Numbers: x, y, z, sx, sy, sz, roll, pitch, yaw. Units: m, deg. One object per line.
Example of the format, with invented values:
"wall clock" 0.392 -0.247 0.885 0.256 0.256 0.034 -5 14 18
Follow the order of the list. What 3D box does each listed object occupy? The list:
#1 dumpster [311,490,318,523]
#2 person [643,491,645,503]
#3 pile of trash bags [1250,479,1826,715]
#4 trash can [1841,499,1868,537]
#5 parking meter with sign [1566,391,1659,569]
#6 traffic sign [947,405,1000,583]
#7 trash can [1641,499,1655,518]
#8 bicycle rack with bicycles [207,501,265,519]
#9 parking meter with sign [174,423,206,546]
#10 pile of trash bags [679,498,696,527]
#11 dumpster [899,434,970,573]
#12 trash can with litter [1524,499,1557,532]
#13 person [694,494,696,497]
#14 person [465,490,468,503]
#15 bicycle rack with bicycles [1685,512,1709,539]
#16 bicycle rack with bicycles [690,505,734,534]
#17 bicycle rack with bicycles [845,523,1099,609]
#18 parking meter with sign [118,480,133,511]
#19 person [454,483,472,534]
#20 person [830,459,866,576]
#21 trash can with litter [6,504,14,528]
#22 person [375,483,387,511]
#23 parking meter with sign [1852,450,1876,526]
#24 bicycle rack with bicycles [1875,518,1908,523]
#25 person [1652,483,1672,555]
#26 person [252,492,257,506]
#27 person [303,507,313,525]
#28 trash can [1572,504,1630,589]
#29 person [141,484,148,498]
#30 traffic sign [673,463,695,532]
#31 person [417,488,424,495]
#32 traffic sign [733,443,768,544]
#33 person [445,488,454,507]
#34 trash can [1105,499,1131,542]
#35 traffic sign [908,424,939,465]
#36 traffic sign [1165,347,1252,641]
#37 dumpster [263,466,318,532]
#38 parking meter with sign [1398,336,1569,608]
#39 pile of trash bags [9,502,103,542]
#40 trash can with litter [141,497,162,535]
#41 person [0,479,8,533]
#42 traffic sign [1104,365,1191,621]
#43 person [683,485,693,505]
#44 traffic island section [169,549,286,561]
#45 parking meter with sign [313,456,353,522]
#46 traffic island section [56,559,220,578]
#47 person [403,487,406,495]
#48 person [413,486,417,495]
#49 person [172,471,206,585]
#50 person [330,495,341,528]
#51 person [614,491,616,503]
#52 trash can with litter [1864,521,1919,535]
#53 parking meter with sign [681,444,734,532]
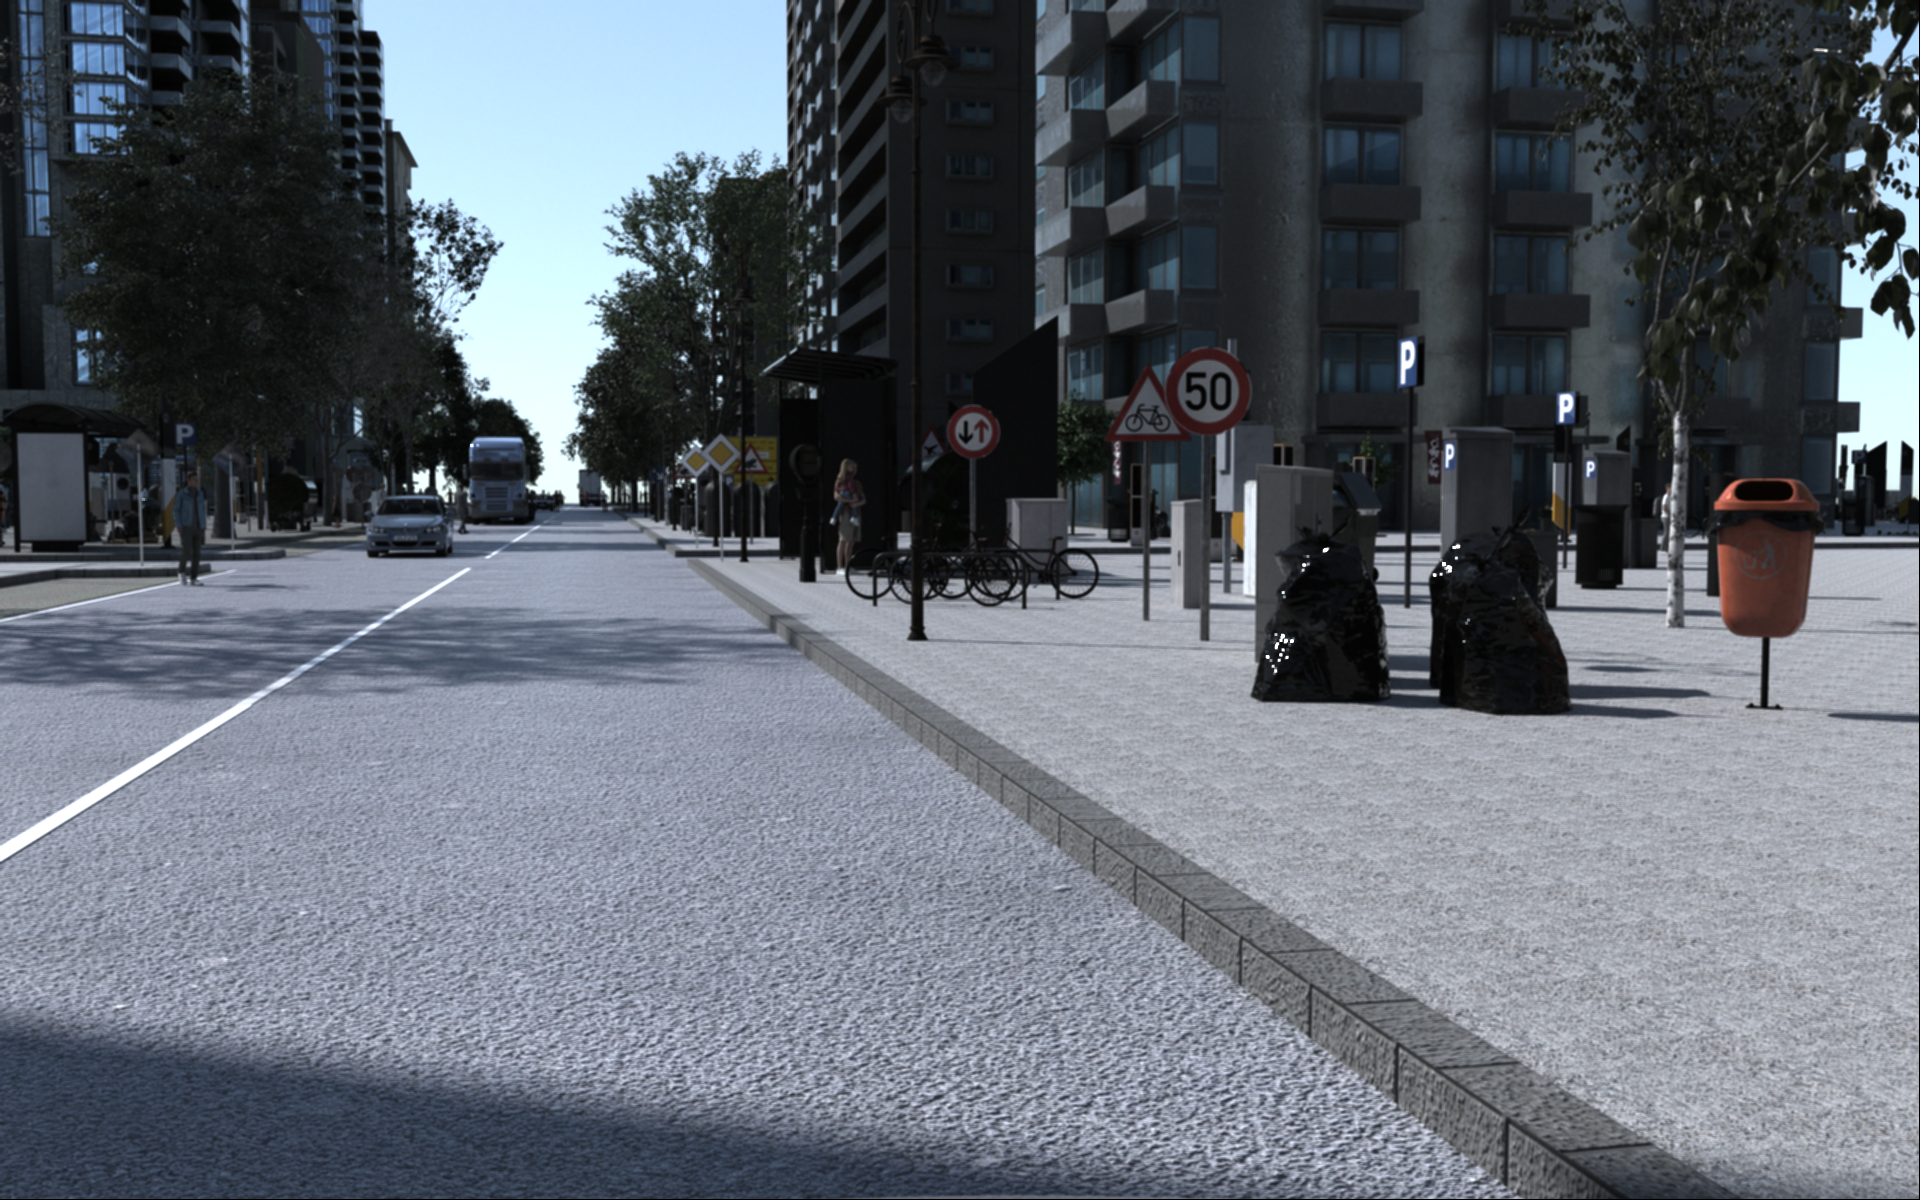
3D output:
"dumpster" -29.639 -4.408 77.829 1.264 1.857 1.865 -1 4 -12
"person" -39.820 -12.961 219.428 0.415 1.643 0.593 3 5 44
"pile of trash bags" 3.481 -0.066 10.825 3.447 1.369 1.912 2 4 29
"trash can" 27.082 -2.497 52.481 0.748 1.137 0.748 0 3 0
"parking meter with sign" 11.199 -2.057 29.896 1.738 3.016 0.543 -1 4 -14
"traffic sign" 0.185 -1.511 24.814 0.768 2.556 0.104 -1 4 -11
"trash can" 21.982 -2.693 55.689 0.748 1.137 0.748 0 3 0
"bicycle rack with bicycles" -37.425 -4.643 89.292 2.852 0.926 2.925 -3 5 -44
"parking meter with sign" -19.258 -2.881 43.370 0.543 3.016 1.738 -1 4 -16
"pile of trash bags" -9.315 -3.614 68.834 3.447 1.369 1.912 -2 4 -32
"dumpster" -0.118 -1.621 29.004 1.502 2.255 1.985 -1 4 -12
"trash can with litter" 16.455 -2.311 49.177 1.055 1.170 0.624 2 4 28
"person" -33.053 -12.986 218.387 0.705 1.821 1.348 3 5 40
"person" -61.851 -12.888 216.839 0.705 1.814 1.350 0 4 8
"bicycle rack with bicycles" 22.254 -2.230 49.843 2.925 0.926 2.852 2 4 28
"bicycle rack with bicycles" -7.707 -2.619 56.210 2.852 0.926 2.925 2 4 30
"bicycle rack with bicycles" -0.009 -0.440 20.583 2.925 0.926 2.852 1 4 17
"parking meter with sign" -46.295 -6.101 96.020 1.738 3.016 0.543 0 4 8
"person" -17.789 -3.268 62.029 0.694 1.812 0.767 2 4 30
"person" -1.766 -1.303 27.318 0.573 1.828 0.580 0 4 -7
"trash can with litter" -35.637 -3.276 64.956 1.055 1.170 0.624 -2 4 -24
"person" -27.186 -4.600 81.610 0.624 1.780 0.694 2 4 29
"parking meter with sign" 36.205 -4.468 69.307 0.543 3.016 1.738 3 5 43
"bicycle rack with bicycles" 46.252 -4.319 84.001 2.925 0.926 2.852 0 4 3
"person" 14.950 -1.711 36.614 0.523 1.515 0.503 0 4 -6
"person" -43.192 -6.112 106.549 0.480 1.755 0.524 1 4 9
"person" -26.852 -3.956 70.846 0.709 1.813 0.853 -1 4 -21
"trash can" 8.679 -0.724 23.495 0.748 1.137 0.748 0 3 0
"person" -42.790 -5.179 90.978 0.793 1.790 0.793 1 4 16
"traffic sign" -9.347 -3.607 58.981 0.884 2.594 0.081 -1 4 -12
"person" -43.588 -8.145 139.993 1.217 1.735 0.721 -1 4 -19
"traffic sign" -5.307 -2.692 44.024 0.884 2.594 0.081 0 4 -3
"person" -49.236 -9.868 167.382 0.705 1.824 1.348 3 5 39
"trash can" 4.248 -2.112 46.185 0.748 1.137 0.748 0 3 0
"traffic sign" -0.533 -1.969 32.189 0.884 2.594 0.081 0 4 -7
"traffic sign" 2.142 -0.916 15.078 0.768 2.556 0.104 0 4 -6
"dumpster" -22.865 -3.466 59.157 1.502 2.255 1.985 -1 4 -12
"parking meter with sign" 5.851 -1.422 19.506 1.738 3.016 0.543 0 4 -8
"pile of trash bags" -24.371 -2.288 47.157 1.912 1.369 3.447 -1 4 -18
"trash can with litter" -25.139 -2.617 54.181 1.055 1.170 0.624 3 4 37
"person" -31.692 -3.120 57.316 0.793 1.790 0.793 -2 4 -34
"traffic sign" 1.887 -1.070 17.492 0.884 2.594 0.081 0 4 -3
"person" -15.233 -5.537 96.491 0.656 1.842 0.836 -2 4 -32
"traffic island section" -16.266 -1.002 38.657 2.009 0.180 2.903 -1 4 -12
"parking meter with sign" -28.796 -5.102 79.681 1.738 3.016 0.543 -1 4 -19
"traffic island section" -14.605 -0.524 30.846 2.009 0.180 2.903 -1 4 -12
"person" -46.851 -8.581 145.974 0.705 1.869 1.348 -1 4 -21
"person" -33.215 -6.063 105.347 0.511 1.800 0.466 3 5 40
"person" -12.068 -1.120 27.150 0.444 1.785 0.601 3 4 38
"person" -23.647 -3.357 65.595 0.373 1.253 0.362 1 4 12
"person" -47.514 -14.133 237.636 0.721 1.766 1.217 0 4 -4
"trash can with litter" 29.618 -2.647 54.341 2.233 1.210 1.678 2 4 33
"parking meter with sign" -8.995 -3.979 61.319 1.738 3.016 0.543 -1 4 -13
